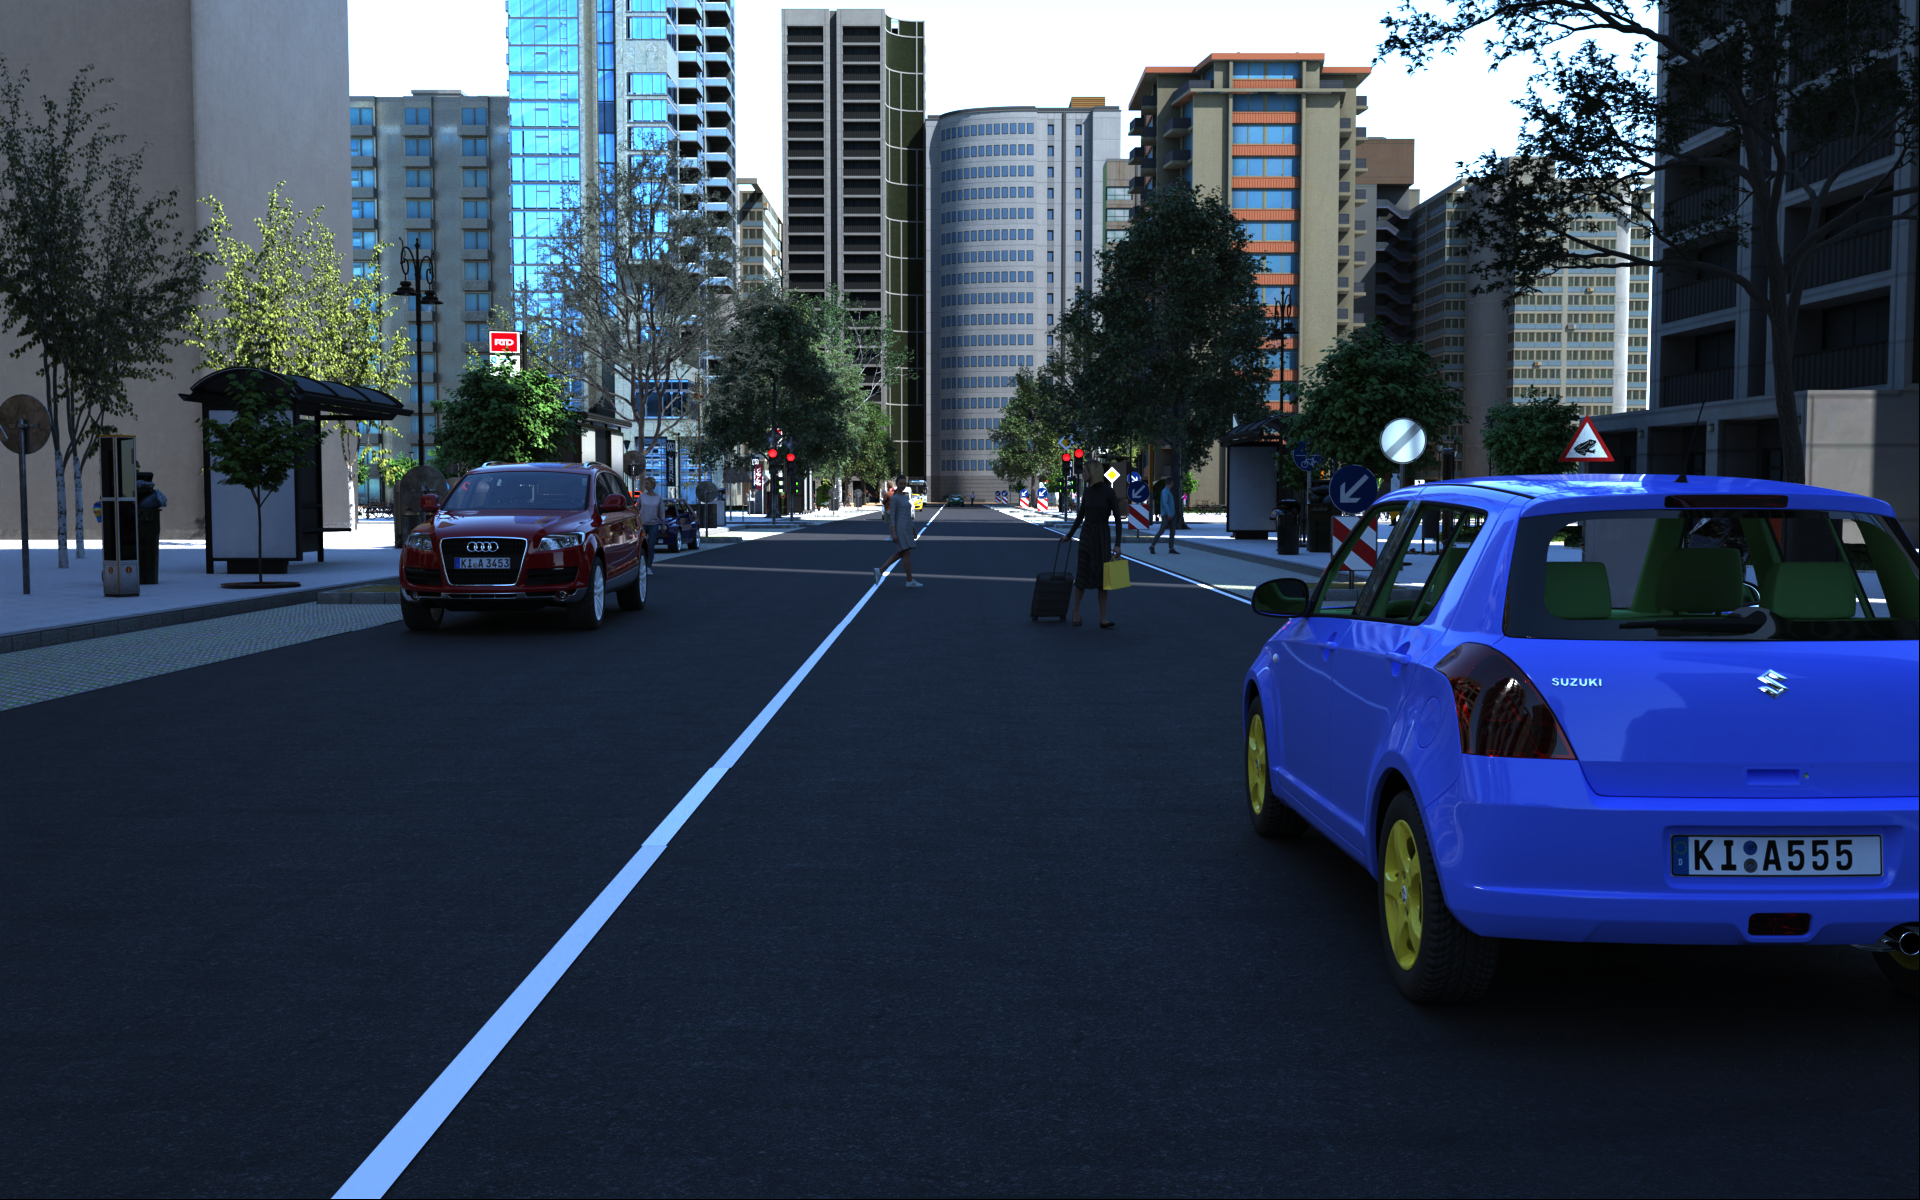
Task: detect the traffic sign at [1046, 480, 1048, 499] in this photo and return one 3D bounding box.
[{"bbox_3d":[7.932,-9.561,156.433,0.768,2.556,0.104,0,4,3],"label":"traffic sign"}]

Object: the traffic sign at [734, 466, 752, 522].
[{"bbox_3d":[-10.051,-4.903,80.175,0.884,2.594,0.081,0,4,5],"label":"traffic sign"}]

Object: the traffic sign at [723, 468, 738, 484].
[{"bbox_3d":[-11.098,-5.115,83.730,0.768,2.556,0.104,0,4,8],"label":"traffic sign"}]

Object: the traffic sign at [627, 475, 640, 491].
[{"bbox_3d":[-12.396,-4.048,66.291,0.768,2.556,0.104,0,4,1],"label":"traffic sign"}]

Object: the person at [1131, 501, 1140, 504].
[{"bbox_3d":[8.656,-4.850,85.925,0.593,1.750,0.643,-1,4,-13],"label":"person"}]

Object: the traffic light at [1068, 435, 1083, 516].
[{"bbox_3d":[4.955,-5.129,72.775,0.839,4.253,0.868,0,4,0],"label":"traffic light"}]

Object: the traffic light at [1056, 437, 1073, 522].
[{"bbox_3d":[4.926,-5.617,80.760,0.839,4.253,0.868,0,4,0],"label":"traffic light"}]

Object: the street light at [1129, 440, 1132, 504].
[{"bbox_3d":[7.110,-6.076,72.126,0.468,5.910,1.993,0,4,0],"label":"street light"}]

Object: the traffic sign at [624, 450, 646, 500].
[{"bbox_3d":[-9.528,-3.082,50.493,0.768,2.556,0.104,0,4,6],"label":"traffic sign"}]

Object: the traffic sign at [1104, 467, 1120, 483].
[{"bbox_3d":[7.331,-5.113,83.327,0.795,2.593,0.064,0,4,2],"label":"traffic sign"}]

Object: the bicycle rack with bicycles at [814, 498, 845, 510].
[{"bbox_3d":[-10.823,-7.965,143.617,2.852,0.926,2.925,-3,4,-36],"label":"bicycle rack with bicycles"}]

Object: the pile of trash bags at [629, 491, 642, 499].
[{"bbox_3d":[-12.024,-3.206,62.172,1.912,1.369,3.447,3,5,44],"label":"pile of trash bags"}]

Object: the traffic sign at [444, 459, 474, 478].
[{"bbox_3d":[-12.907,-2.735,44.725,0.884,2.594,0.081,0,4,6],"label":"traffic sign"}]

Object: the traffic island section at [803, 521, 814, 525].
[{"bbox_3d":[-7.875,-3.581,80.833,2.009,0.180,2.903,0,4,0],"label":"traffic island section"}]

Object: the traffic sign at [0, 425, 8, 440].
[{"bbox_3d":[-9.817,-1.045,17.092,0.884,2.594,0.081,0,4,6],"label":"traffic sign"}]

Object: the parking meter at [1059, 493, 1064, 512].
[{"bbox_3d":[7.235,-7.185,123.191,0.399,1.863,0.255,-1,4,-14],"label":"parking meter"}]

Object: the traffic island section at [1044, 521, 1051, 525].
[{"bbox_3d":[4.966,-3.584,80.874,2.009,0.180,2.903,0,4,0],"label":"traffic island section"}]

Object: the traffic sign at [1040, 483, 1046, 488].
[{"bbox_3d":[7.332,-9.225,152.954,0.606,2.300,0.079,0,4,2],"label":"traffic sign"}]

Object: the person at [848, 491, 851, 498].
[{"bbox_3d":[-14.745,-13.581,228.618,0.617,1.759,0.750,1,4,12],"label":"person"}]

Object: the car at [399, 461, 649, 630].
[{"bbox_3d":[-4.876,-0.689,19.944,2.281,1.827,5.304,0,4,-2],"label":"car"}]

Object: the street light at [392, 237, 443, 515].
[{"bbox_3d":[-9.797,-3.587,31.432,0.468,5.910,1.993,0,4,0],"label":"street light"}]

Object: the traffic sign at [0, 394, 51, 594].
[{"bbox_3d":[-11.968,-1.347,22.133,0.768,2.556,0.104,0,4,8],"label":"traffic sign"}]

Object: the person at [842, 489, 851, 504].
[{"bbox_3d":[-12.150,-10.816,182.510,1.348,1.869,0.705,-1,4,-9],"label":"person"}]

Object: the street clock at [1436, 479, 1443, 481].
[{"bbox_3d":[22.968,-4.796,82.977,0.358,2.002,0.471,2,4,35],"label":"street clock"}]

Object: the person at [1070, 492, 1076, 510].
[{"bbox_3d":[9.208,-8.162,140.089,0.593,1.750,0.643,-1,4,-10],"label":"person"}]

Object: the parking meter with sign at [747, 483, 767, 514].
[{"bbox_3d":[-12.730,-6.993,110.604,1.738,3.016,0.543,1,4,14],"label":"parking meter with sign"}]

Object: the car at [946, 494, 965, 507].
[{"bbox_3d":[-0.486,-11.082,192.990,2.131,1.459,4.920,0,4,-2],"label":"car"}]

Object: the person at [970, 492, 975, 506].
[{"bbox_3d":[1.492,-11.722,201.092,0.756,1.711,0.436,-3,4,-36],"label":"person"}]

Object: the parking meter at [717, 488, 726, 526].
[{"bbox_3d":[-9.639,-3.761,69.904,0.372,1.533,0.369,0,3,0],"label":"parking meter"}]

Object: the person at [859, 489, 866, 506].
[{"bbox_3d":[-10.908,-11.293,190.708,1.348,1.821,0.705,-3,4,-37],"label":"person"}]

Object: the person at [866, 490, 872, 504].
[{"bbox_3d":[-12.247,-13.563,227.811,1.348,1.822,0.705,-1,4,-11],"label":"person"}]

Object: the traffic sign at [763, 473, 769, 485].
[{"bbox_3d":[-11.856,-6.373,103.937,0.795,2.593,0.064,0,4,2],"label":"traffic sign"}]

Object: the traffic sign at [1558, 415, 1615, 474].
[{"bbox_3d":[10.315,-1.747,28.575,0.884,2.594,0.081,1,4,9],"label":"traffic sign"}]

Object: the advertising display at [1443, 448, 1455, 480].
[{"bbox_3d":[6.969,-1.194,24.742,0.123,1.923,0.974,1,4,18],"label":"advertising display"}]

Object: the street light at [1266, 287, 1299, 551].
[{"bbox_3d":[7.199,-4.036,38.782,0.468,5.910,1.993,0,4,0],"label":"street light"}]

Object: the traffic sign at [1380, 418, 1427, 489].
[{"bbox_3d":[7.396,-1.767,28.992,0.768,2.556,0.104,0,4,6],"label":"traffic sign"}]

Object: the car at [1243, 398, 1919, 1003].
[{"bbox_3d":[2.073,0.209,6.178,1.945,1.707,3.694,0,4,0],"label":"car"}]

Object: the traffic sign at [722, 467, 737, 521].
[{"bbox_3d":[-10.920,-5.050,82.569,0.884,2.594,0.081,0,4,1],"label":"traffic sign"}]

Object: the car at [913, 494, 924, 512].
[{"bbox_3d":[-3.955,-8.121,143.001,2.015,1.641,3.980,0,4,-1],"label":"car"}]

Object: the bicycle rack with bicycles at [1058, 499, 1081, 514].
[{"bbox_3d":[8.957,-6.944,126.917,2.925,0.926,2.852,2,4,25],"label":"bicycle rack with bicycles"}]

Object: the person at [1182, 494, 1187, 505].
[{"bbox_3d":[20.565,-9.162,159.060,0.599,1.433,0.991,3,5,44],"label":"person"}]

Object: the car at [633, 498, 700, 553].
[{"bbox_3d":[-7.615,-1.873,43.211,1.945,1.354,3.894,0,4,2],"label":"car"}]

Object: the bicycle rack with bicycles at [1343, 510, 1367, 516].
[{"bbox_3d":[19.899,-4.234,82.609,2.852,0.926,2.925,-1,4,-10],"label":"bicycle rack with bicycles"}]

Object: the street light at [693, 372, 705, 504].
[{"bbox_3d":[-9.806,-5.651,65.187,0.468,5.910,1.993,0,4,0],"label":"street light"}]

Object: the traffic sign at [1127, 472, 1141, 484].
[{"bbox_3d":[9.915,-6.039,98.841,0.768,2.556,0.104,1,4,9],"label":"traffic sign"}]

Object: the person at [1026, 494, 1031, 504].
[{"bbox_3d":[8.801,-13.276,223.833,0.721,1.736,1.217,-3,5,-44],"label":"person"}]

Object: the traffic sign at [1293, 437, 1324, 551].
[{"bbox_3d":[7.870,-2.381,39.040,0.768,2.556,0.104,0,4,0],"label":"traffic sign"}]

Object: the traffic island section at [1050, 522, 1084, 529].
[{"bbox_3d":[4.995,-3.095,72.889,2.009,0.180,2.903,0,4,0],"label":"traffic island section"}]

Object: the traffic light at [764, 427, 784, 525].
[{"bbox_3d":[-7.806,-5.125,72.713,0.839,4.253,0.868,0,4,0],"label":"traffic light"}]

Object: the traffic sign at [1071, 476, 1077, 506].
[{"bbox_3d":[7.910,-7.500,122.735,0.768,2.556,0.104,0,4,2],"label":"traffic sign"}]

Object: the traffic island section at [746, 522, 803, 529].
[{"bbox_3d":[-7.846,-3.093,72.848,2.009,0.180,2.903,0,4,0],"label":"traffic island section"}]

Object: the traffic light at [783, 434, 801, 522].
[{"bbox_3d":[-7.835,-5.613,80.698,0.839,4.253,0.868,0,4,0],"label":"traffic light"}]

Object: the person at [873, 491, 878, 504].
[{"bbox_3d":[-10.743,-13.211,222.753,1.217,1.735,0.721,3,4,39],"label":"person"}]
